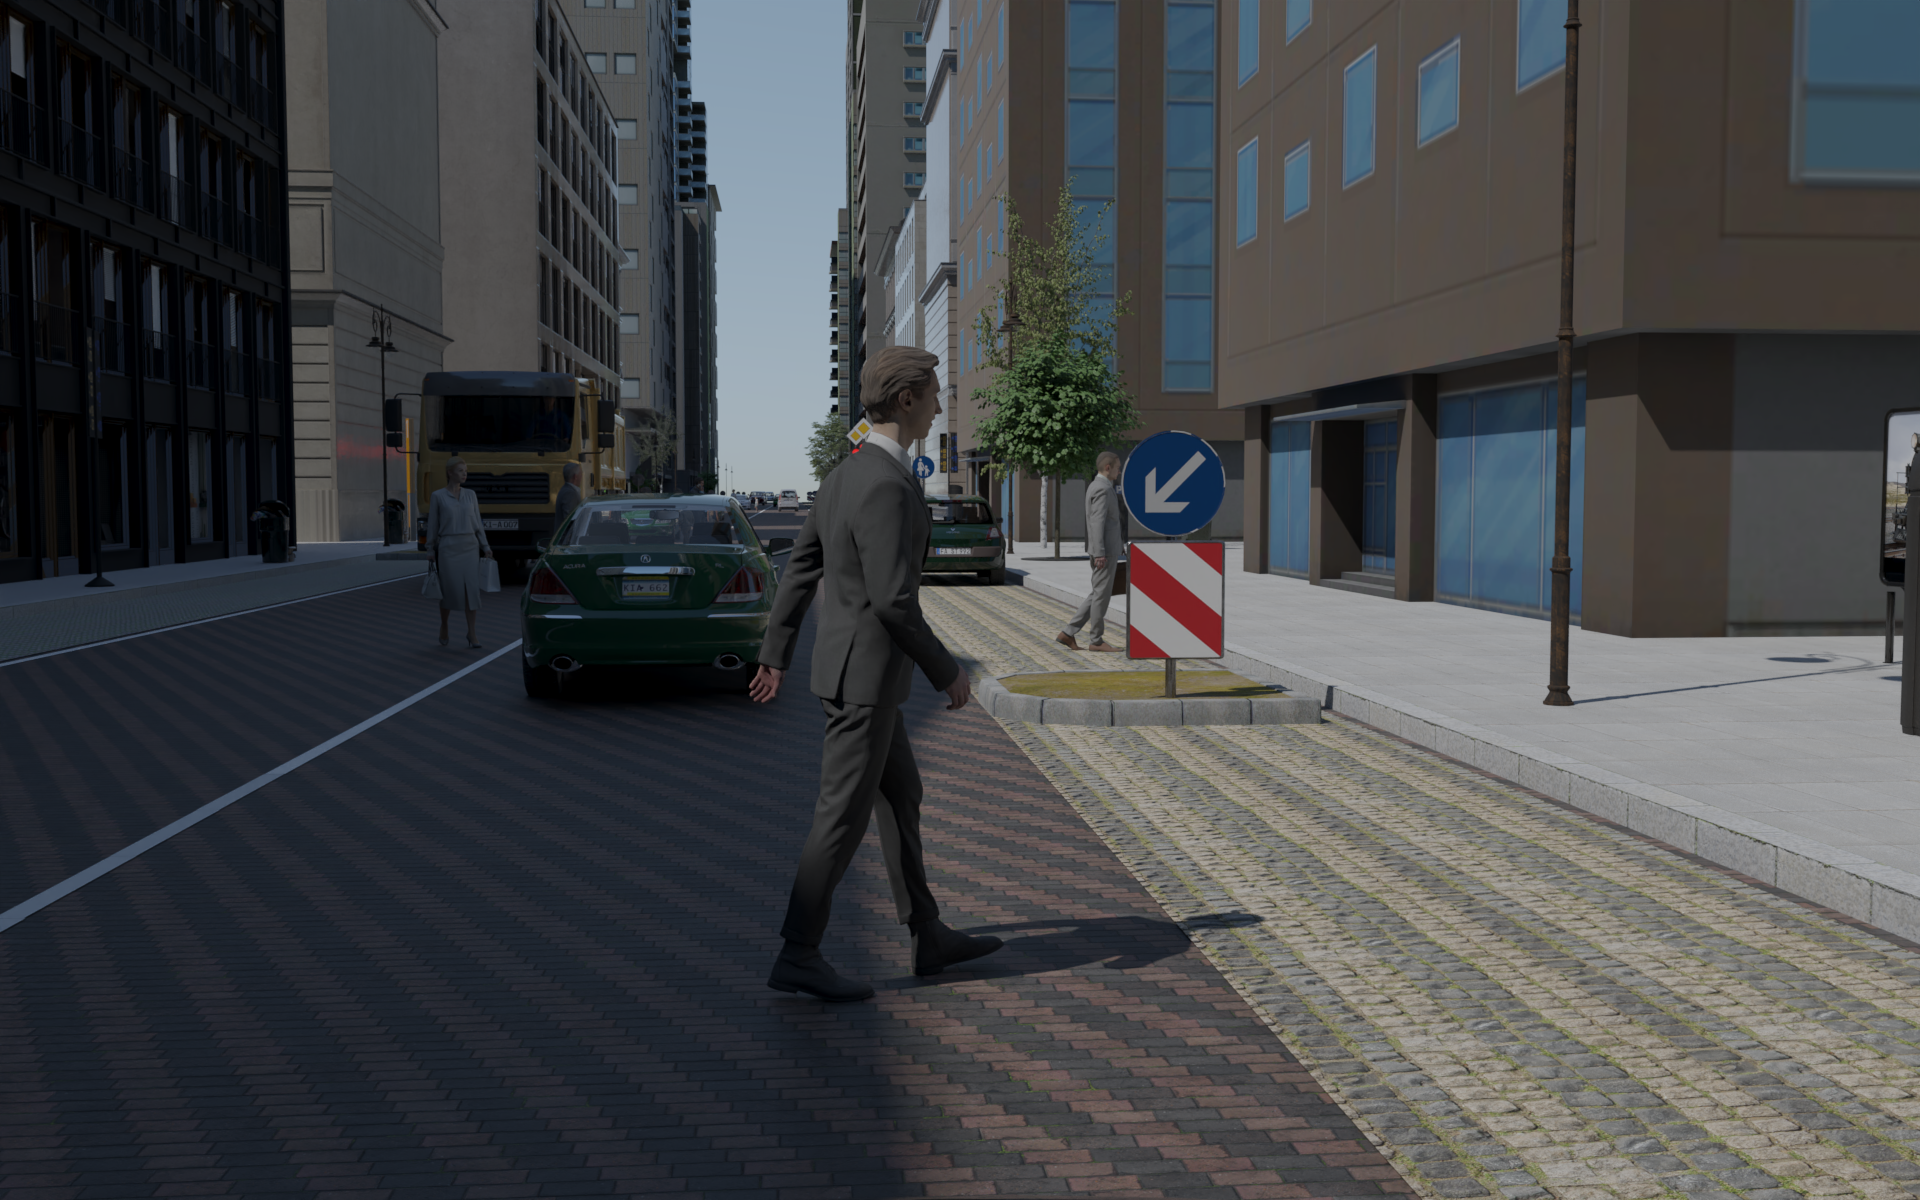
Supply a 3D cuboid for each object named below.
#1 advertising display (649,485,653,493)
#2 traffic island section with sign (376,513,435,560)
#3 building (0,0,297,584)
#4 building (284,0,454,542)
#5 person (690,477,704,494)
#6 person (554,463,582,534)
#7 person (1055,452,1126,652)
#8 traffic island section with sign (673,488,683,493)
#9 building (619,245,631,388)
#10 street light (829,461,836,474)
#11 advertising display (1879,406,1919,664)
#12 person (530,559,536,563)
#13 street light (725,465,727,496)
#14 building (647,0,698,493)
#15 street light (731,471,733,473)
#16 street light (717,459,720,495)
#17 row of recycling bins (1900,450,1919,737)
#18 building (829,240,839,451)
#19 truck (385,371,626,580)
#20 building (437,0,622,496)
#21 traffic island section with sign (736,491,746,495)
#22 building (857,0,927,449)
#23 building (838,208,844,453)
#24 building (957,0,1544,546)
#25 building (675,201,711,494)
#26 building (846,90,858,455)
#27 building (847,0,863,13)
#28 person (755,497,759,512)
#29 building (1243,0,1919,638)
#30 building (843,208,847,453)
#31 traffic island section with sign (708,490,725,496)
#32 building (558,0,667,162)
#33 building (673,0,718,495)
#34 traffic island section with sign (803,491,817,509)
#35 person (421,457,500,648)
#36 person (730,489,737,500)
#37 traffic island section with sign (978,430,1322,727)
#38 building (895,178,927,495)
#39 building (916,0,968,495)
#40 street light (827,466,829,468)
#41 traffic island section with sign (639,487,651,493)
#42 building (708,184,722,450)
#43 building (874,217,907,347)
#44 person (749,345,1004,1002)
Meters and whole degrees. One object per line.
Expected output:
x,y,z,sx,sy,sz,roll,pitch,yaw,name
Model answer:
-20.919,-6.836,116.974,0.123,1.923,0.974,-2,4,-24,advertising display
-11.648,-1.808,38.194,1.989,1.847,2.006,0,4,-5,traffic island section with sign
-20.264,-12.238,29.762,12.332,23.373,15.834,0,4,-5,building
-31.456,-13.346,51.486,30.059,22.955,16.112,0,4,-5,building
-6.327,-2.086,42.418,0.447,1.846,0.655,1,4,14,person
-4.236,-0.628,19.162,0.834,1.777,0.661,-2,4,-28,person
1.301,-0.429,15.634,0.853,1.813,0.709,0,4,-4,person
-19.538,-6.839,120.440,1.989,1.847,2.006,0,4,-5,traffic island section with sign
-28.529,-17.015,114.346,11.583,22.565,21.152,0,4,-5,building
-14.246,-13.657,196.082,0.468,5.910,1.993,0,4,-5,street light
7.095,-0.455,12.659,0.123,1.923,0.974,0,4,-7,advertising display
-9.004,-1.642,35.768,0.576,1.772,0.534,0,4,-3,person
-34.592,-17.345,256.384,0.468,5.910,1.993,0,4,-5,street light
-38.291,-45.442,181.227,20.563,71.187,20.611,0,4,-5,building
-37.153,-18.924,282.194,0.468,5.910,1.993,0,4,-5,street light
-32.093,-15.746,230.236,0.468,5.910,1.993,0,4,-5,street light
6.810,-0.132,9.276,3.534,1.692,1.069,-1,4,-10,row of recycling bins
-10.832,-38.982,291.972,22.147,44.769,28.867,0,4,-5,building
-7.521,-2.110,30.421,3.469,3.379,9.791,0,4,-7,truck
-28.453,-17.247,86.510,19.350,26.468,34.151,0,4,-5,building
-34.657,-16.490,278.230,1.989,1.847,2.006,0,4,-5,traffic island section with sign
1.473,-32.905,161.700,21.300,48.544,21.600,0,4,-5,building
-10.594,-34.637,249.902,14.154,41.232,14.086,0,4,-5,building
7.447,-24.561,51.691,14.600,45.320,14.200,0,4,-5,building
-41.459,-33.754,235.473,14.154,41.232,14.086,0,4,-5,building
-4.190,-30.317,179.273,14.154,41.232,14.086,0,4,-5,building
-5.299,-47.252,210.828,20.563,71.187,20.611,0,4,-5,building
-16.070,-7.575,137.373,0.382,1.210,0.505,-2,4,-24,person
11.853,-22.702,21.293,14.600,45.320,14.200,0,4,-5,building
-5.482,-31.205,193.793,14.154,41.232,14.086,0,4,-5,building
-24.160,-9.790,168.698,1.989,1.847,2.006,0,4,-5,traffic island section with sign
-40.872,-34.752,157.426,28.713,52.752,27.495,0,4,-5,building
-47.141,-57.712,256.255,22.319,86.520,31.000,0,4,-5,building
-16.676,-11.565,197.714,1.989,1.847,2.006,0,4,-5,traffic island section with sign
-4.704,-0.455,16.290,0.694,1.780,0.624,-1,4,-20,person
-16.675,-7.277,127.698,0.478,1.798,0.641,2,4,30,person
1.156,-0.180,11.565,1.989,1.847,2.006,0,4,-5,traffic island section with sign
2.014,-14.908,98.491,10.420,20.320,16.860,0,4,-5,building
8.501,-17.954,79.456,20.117,28.700,13.634,0,4,-5,building
-16.793,-15.273,222.504,0.468,5.910,1.993,0,4,-5,street light
-16.943,-5.190,93.478,1.989,1.847,2.006,0,4,-5,traffic island section with sign
-54.033,-42.613,285.954,28.713,52.752,27.495,0,4,-5,building
-0.964,-16.883,126.941,10.553,20.767,40.483,0,4,-5,building
-0.197,0.200,5.000,0.755,1.850,0.659,-1,4,-17,person
